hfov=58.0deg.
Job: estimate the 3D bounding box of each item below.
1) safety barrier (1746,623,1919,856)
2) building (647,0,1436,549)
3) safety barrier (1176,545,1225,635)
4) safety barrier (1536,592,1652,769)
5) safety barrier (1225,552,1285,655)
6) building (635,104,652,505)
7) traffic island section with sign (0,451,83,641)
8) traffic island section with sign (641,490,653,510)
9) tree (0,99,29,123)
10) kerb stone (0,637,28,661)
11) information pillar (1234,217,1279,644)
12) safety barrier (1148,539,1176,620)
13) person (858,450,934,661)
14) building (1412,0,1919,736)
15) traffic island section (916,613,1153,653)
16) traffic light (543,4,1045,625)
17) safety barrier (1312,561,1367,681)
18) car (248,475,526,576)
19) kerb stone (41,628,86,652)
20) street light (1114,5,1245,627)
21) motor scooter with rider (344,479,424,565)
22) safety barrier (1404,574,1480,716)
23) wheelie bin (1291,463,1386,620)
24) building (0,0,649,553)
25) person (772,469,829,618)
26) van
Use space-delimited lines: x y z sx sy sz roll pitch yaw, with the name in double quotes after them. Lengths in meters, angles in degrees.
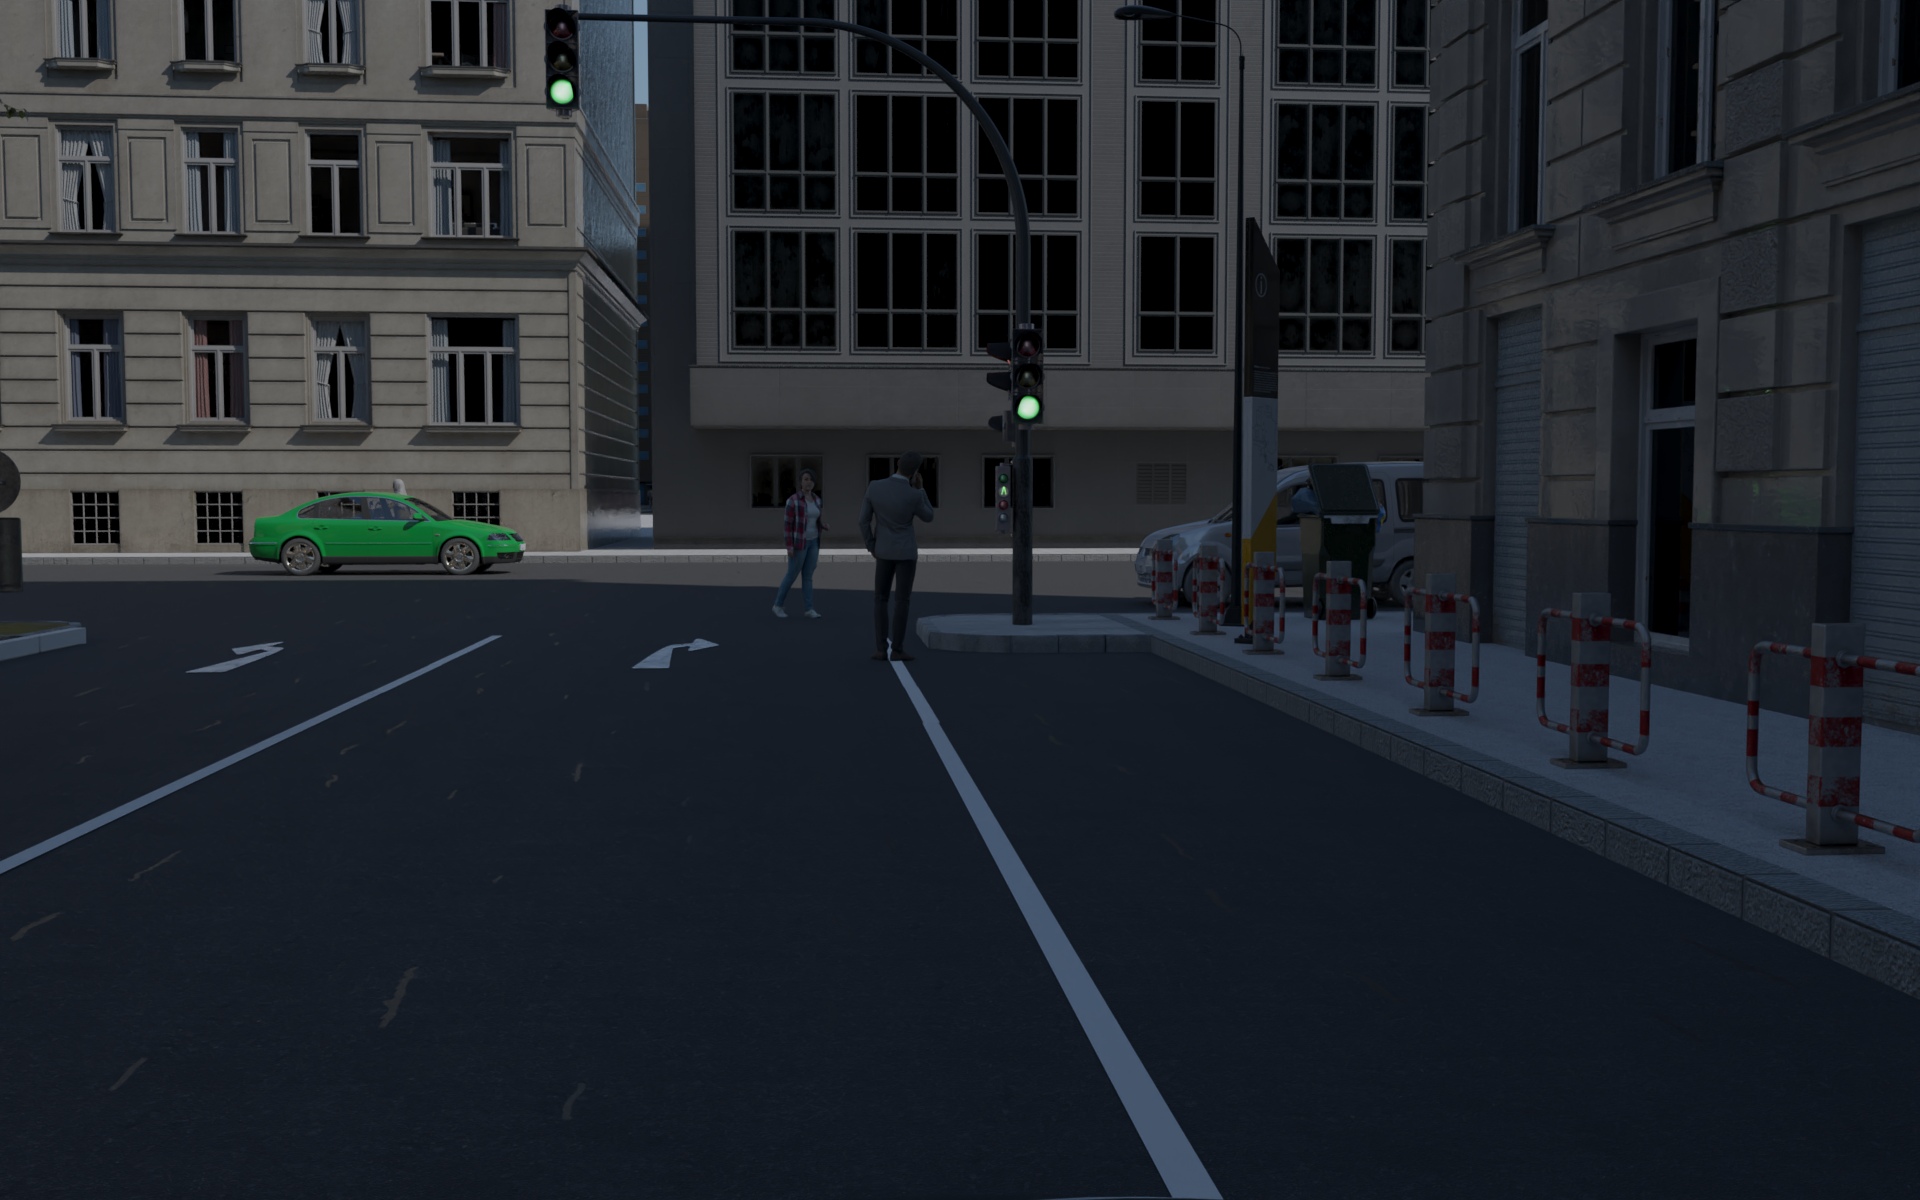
3.140 0.493 6.216 0.300 0.817 1.120 0 4 -5 "safety barrier"
4.260 -15.418 45.595 24.014 27.812 14.314 0 4 -5 "building"
2.265 -0.093 15.796 0.300 0.817 1.120 0 4 -5 "safety barrier"
2.962 0.375 8.144 0.300 0.817 1.120 0 4 -5 "safety barrier"
2.436 0.024 13.887 0.300 0.817 1.120 0 4 -5 "safety barrier"
-33.880 -33.777 202.357 14.200 45.320 14.600 0 4 -5 "building"
-9.484 -0.504 16.373 2.006 1.907 1.989 0 4 -5 "traffic island section with sign"
-28.425 -9.222 159.409 1.989 1.847 2.006 0 4 -5 "traffic island section with sign"
-9.263 -3.664 12.733 4.360 8.622 3.978 0 3 0 "tree"
-8.312 0.434 15.097 0.120 0.150 1.000 0 4 -5 "kerb stone"
2.583 -1.441 14.915 0.183 3.616 0.504 3 4 38 "information pillar"
2.090 -0.210 17.711 0.300 0.817 1.120 0 4 -5 "safety barrier"
-0.552 -0.380 14.888 0.592 1.802 0.473 2 4 29 "person"
10.963 -12.637 3.877 12.463 27.353 25.104 0 4 -5 "building"
0.626 0.320 17.054 2.009 0.180 2.903 0 4 -5 "traffic island section"
-1.490 -2.565 16.606 4.771 5.953 1.251 0 4 -5 "traffic light"
2.616 0.141 11.972 0.300 0.817 1.120 0 4 -5 "safety barrier"
-10.256 -1.370 31.197 4.718 1.807 1.959 0 4 -4 "car"
-8.408 0.371 16.131 0.120 0.150 1.000 0 4 -5 "kerb stone"
2.159 -2.700 16.684 1.470 5.913 1.316 0 4 -5 "street light"
-11.600 -1.595 35.044 1.986 1.779 0.876 0 4 -5 "motor scooter with rider"
2.787 0.258 10.058 0.300 0.817 1.120 0 4 -5 "safety barrier"
3.855 -0.607 17.839 0.980 1.594 0.693 -1 4 -11 "wheelie bin"
-23.265 -12.870 43.712 30.059 22.955 16.112 0 4 -5 "building"
-1.833 -0.657 20.073 0.643 1.720 0.563 3 5 42 "person"
4.336 -0.947 22.489 4.112 2.044 2.013 0 4 -4 "van"
